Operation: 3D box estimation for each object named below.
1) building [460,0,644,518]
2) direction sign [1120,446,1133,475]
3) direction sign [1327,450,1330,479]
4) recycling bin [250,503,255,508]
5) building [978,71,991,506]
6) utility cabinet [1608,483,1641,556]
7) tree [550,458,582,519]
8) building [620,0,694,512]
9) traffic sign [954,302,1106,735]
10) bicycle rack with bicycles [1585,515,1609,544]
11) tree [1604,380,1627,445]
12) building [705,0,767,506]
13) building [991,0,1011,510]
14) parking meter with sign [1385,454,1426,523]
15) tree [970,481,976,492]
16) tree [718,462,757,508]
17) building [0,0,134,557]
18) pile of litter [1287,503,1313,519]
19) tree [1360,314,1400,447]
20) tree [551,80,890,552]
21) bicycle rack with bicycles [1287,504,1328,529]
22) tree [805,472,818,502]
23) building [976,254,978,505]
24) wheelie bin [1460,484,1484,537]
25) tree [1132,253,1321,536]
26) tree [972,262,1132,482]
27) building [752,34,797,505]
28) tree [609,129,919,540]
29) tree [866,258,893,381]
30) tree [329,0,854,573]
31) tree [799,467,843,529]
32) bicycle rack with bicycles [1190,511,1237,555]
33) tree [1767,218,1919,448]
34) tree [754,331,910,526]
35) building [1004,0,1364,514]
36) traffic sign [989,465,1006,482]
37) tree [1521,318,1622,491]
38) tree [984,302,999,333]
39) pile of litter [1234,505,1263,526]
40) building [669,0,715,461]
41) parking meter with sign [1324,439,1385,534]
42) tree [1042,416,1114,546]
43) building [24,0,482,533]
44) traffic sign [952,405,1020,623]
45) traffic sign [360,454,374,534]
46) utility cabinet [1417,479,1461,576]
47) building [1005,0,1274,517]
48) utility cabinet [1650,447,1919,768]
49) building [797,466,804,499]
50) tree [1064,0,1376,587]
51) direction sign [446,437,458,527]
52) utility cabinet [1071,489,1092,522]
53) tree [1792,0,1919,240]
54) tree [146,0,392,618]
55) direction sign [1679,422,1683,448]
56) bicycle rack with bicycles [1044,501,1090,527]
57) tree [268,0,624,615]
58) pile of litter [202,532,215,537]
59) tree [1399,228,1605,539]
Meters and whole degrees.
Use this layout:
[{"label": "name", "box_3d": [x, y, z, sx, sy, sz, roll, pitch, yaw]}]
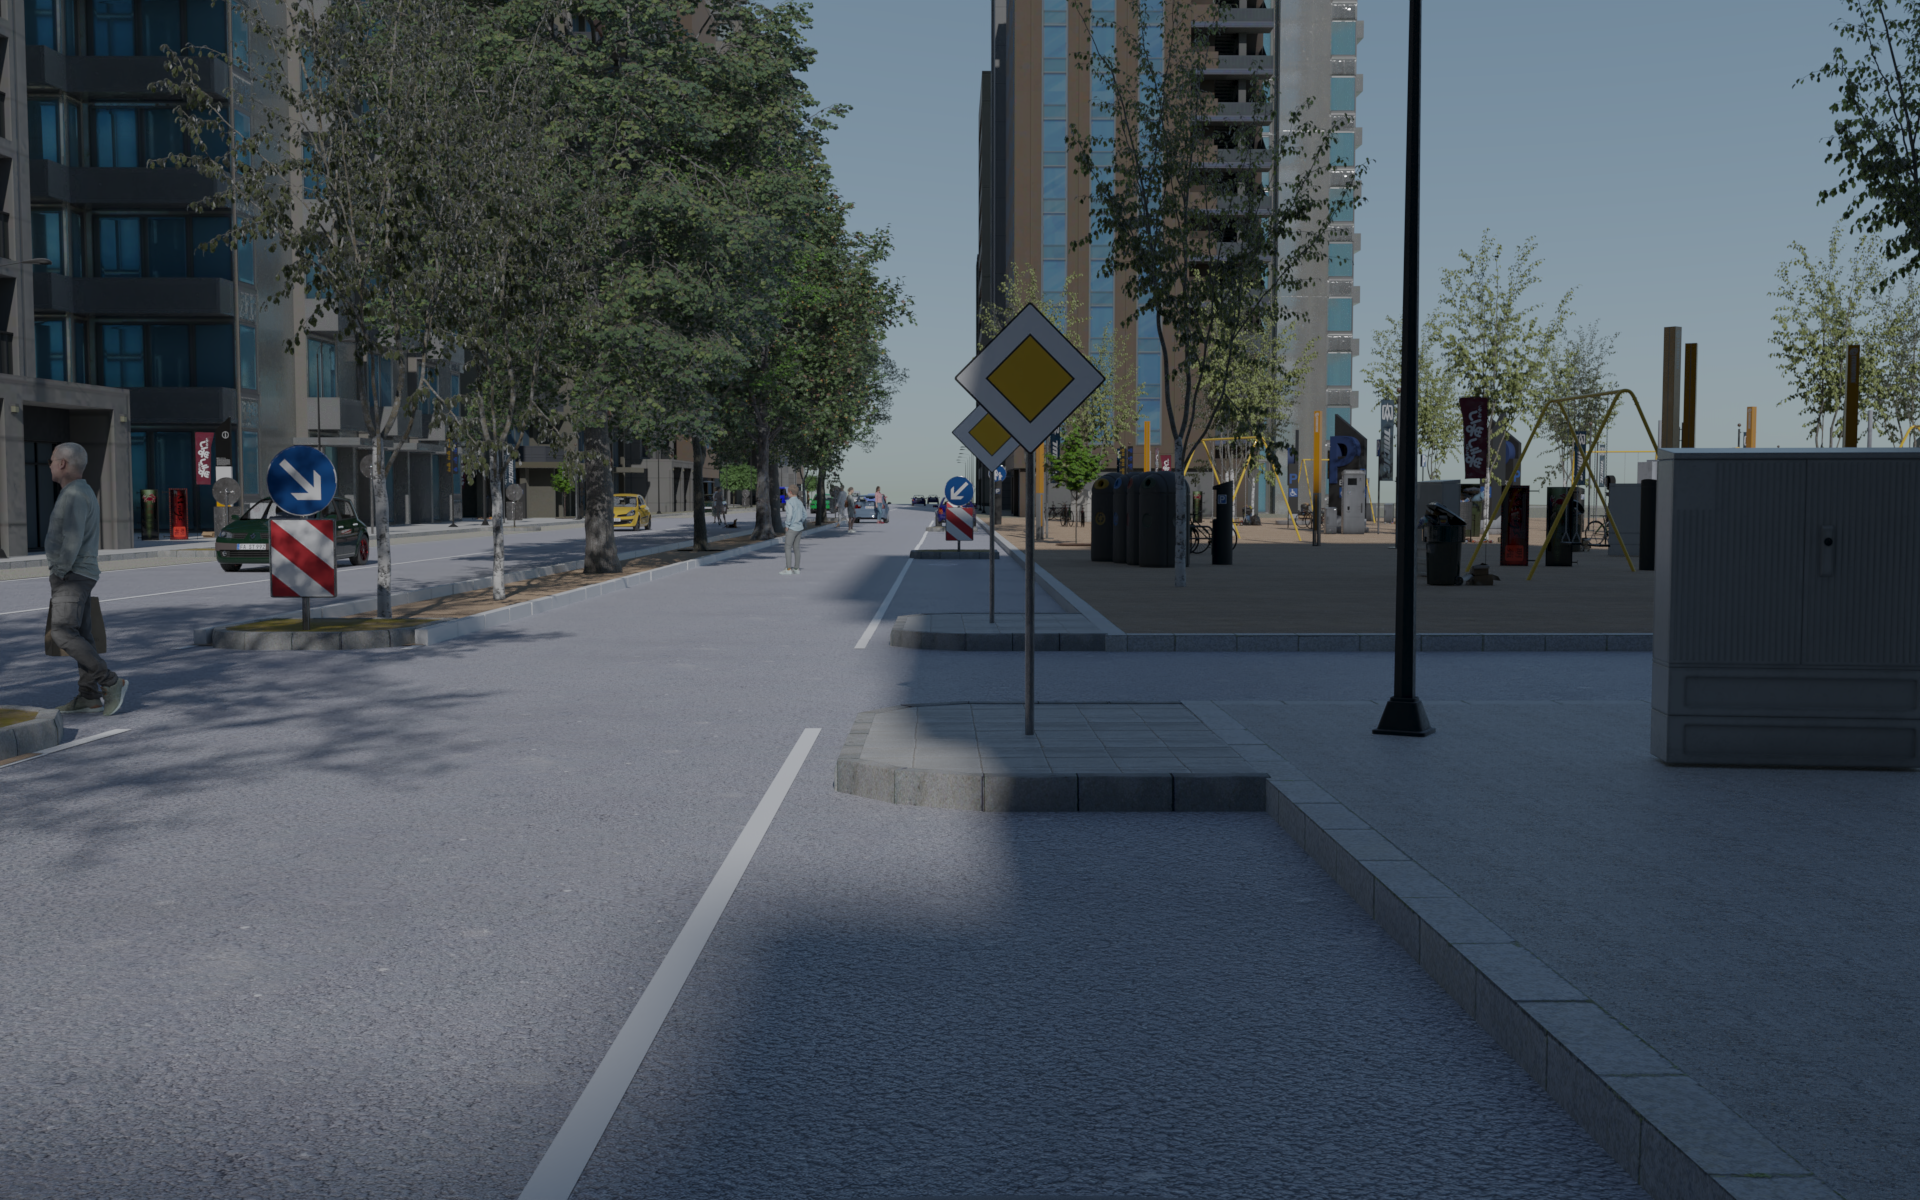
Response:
[{"label": "building", "box_3d": [-31.922, -27.607, 105.993, 22.147, 44.769, 28.867, 0, 4, 0]}, {"label": "direction sign", "box_3d": [7.864, -5.501, 81.941, 0.379, 3.537, 0.876, -3, 4, -38]}, {"label": "direction sign", "box_3d": [19.148, -5.972, 89.632, 0.379, 3.537, 0.876, 0, 4, -5]}, {"label": "recycling bin", "box_3d": [-19.433, -2.198, 48.487, 0.722, 1.027, 0.722, -1, 4, -14]}, {"label": "building", "box_3d": [12.852, -34.697, 190.996, 21.300, 48.544, 21.600, 0, 4, 0]}, {"label": "utility cabinet", "box_3d": [13.990, -1.649, 35.636, 1.173, 1.500, 0.318, 2, 4, 28]}, {"label": "tree", "box_3d": [-20.457, -5.844, 90.149, 1.663, 3.219, 1.824, 0, 3, 0]}, {"label": "building", "box_3d": [-30.516, -42.302, 129.890, 20.563, 71.187, 20.611, 0, 4, 0]}, {"label": "traffic sign", "box_3d": [0.368, -0.338, 9.175, 0.795, 2.450, 0.064, 0, 4, 0]}, {"label": "bicycle rack with bicycles", "box_3d": [16.897, -1.792, 42.677, 2.925, 0.926, 2.852, 0, 4, 3]}, {"label": "tree", "box_3d": [28.642, -8.004, 81.229, 4.737, 8.622, 4.395, 0, 3, 0]}, {"label": "building", "box_3d": [-35.612, -36.733, 189.824, 28.713, 52.752, 27.495, 0, 4, 0]}, {"label": "building", "box_3d": [13.205, -37.338, 152.477, 21.231, 58.520, 28.212, 0, 4, 0]}, {"label": "parking meter with sign", "box_3d": [19.675, -4.919, 76.693, 1.738, 3.016, 0.543, 2, 4, 33]}, {"label": "tree", "box_3d": [1.108, -14.113, 225.352, 1.663, 3.219, 1.824, 0, 3, 0]}, {"label": "tree", "box_3d": [-20.743, -11.291, 168.315, 4.285, 4.588, 4.351, 0, 3, 0]}, {"label": "building", "box_3d": [-29.608, -36.437, 33.995, 20.563, 71.187, 20.611, 0, 4, 0]}, {"label": "pile of litter", "box_3d": [17.849, -4.632, 89.706, 1.719, 0.858, 1.176, 3, 4, 36]}, {"label": "tree", "box_3d": [17.559, -7.139, 67.080, 4.737, 8.622, 4.395, 0, 3, 0]}, {"label": "tree", "box_3d": [-6.574, -7.018, 42.950, 9.928, 11.665, 9.643, 0, 3, 0]}, {"label": "bicycle rack with bicycles", "box_3d": [13.629, -3.122, 64.420, 2.925, 0.926, 2.852, -1, 4, -17]}, {"label": "tree", "box_3d": [-21.683, -16.426, 252.282, 4.285, 4.588, 4.351, 0, 3, 0]}, {"label": "building", "box_3d": [8.902, -26.767, 209.342, 14.160, 30.474, 14.107, 0, 4, 0]}, {"label": "wheelie bin", "box_3d": [15.291, -2.691, 51.900, 0.980, 1.594, 0.693, 0, 3, 0]}, {"label": "tree", "box_3d": [8.594, -6.287, 53.161, 4.737, 8.622, 4.395, 0, 3, 0]}, {"label": "tree", "box_3d": [2.452, -6.358, 54.321, 4.737, 8.622, 4.395, 0, 3, 0]}, {"label": "building", "box_3d": [-32.443, -41.354, 218.136, 21.231, 58.520, 28.212, 0, 4, 0]}, {"label": "tree", "box_3d": [-6.074, -8.174, 53.104, 9.611, 12.733, 9.660, 0, 3, 0]}, {"label": "tree", "box_3d": [-6.861, -9.453, 63.663, 9.857, 13.997, 8.962, 0, 3, 0]}, {"label": "tree", "box_3d": [-6.465, -7.445, 30.843, 9.857, 13.997, 8.962, 0, 3, 0]}, {"label": "tree", "box_3d": [-6.397, -7.230, 71.024, 4.360, 8.622, 3.978, 0, 3, 0]}, {"label": "bicycle rack with bicycles", "box_3d": [4.543, -1.465, 37.337, 2.925, 0.926, 2.852, 0, 4, -6]}, {"label": "tree", "box_3d": [23.925, -5.928, 47.280, 4.737, 8.622, 4.395, 0, 3, 0]}, {"label": "tree", "box_3d": [-6.410, -8.588, 77.286, 8.767, 10.594, 7.601, 0, 4, 0]}, {"label": "building", "box_3d": [15.165, -30.782, 122.902, 23.786, 49.044, 30.456, 0, 4, 0]}, {"label": "traffic sign", "box_3d": [1.625, -4.586, 75.087, 0.768, 2.556, 0.104, 0, 4, 5]}, {"label": "tree", "box_3d": [25.921, -7.510, 73.155, 4.360, 8.622, 3.978, 0, 3, 0]}, {"label": "tree", "box_3d": [2.646, -6.815, 61.788, 4.360, 8.622, 3.978, 0, 3, 0]}, {"label": "pile of litter", "box_3d": [11.508, -3.448, 70.334, 1.719, 0.858, 1.176, 0, 4, -5]}, {"label": "building", "box_3d": [-28.617, -30.456, 148.065, 14.600, 45.320, 14.200, 0, 4, 0]}, {"label": "parking meter with sign", "box_3d": [12.502, -3.600, 55.128, 1.738, 3.016, 0.543, 0, 4, 2]}, {"label": "tree", "box_3d": [2.763, -2.957, 42.954, 1.663, 3.219, 1.824, 0, 3, 0]}, {"label": "building", "box_3d": [-33.178, -27.432, 68.118, 23.786, 49.044, 30.456, 0, 4, 0]}, {"label": "traffic sign", "box_3d": [0.315, -0.827, 17.160, 0.795, 2.450, 0.064, 0, 4, 0]}, {"label": "traffic sign", "box_3d": [-18.897, -3.396, 55.631, 0.768, 2.556, 0.104, 0, 4, 2]}, {"label": "utility cabinet", "box_3d": [7.328, -1.099, 26.642, 0.318, 1.500, 1.173, 0, 4, -4]}, {"label": "building", "box_3d": [9.807, -27.559, 100.693, 14.600, 45.320, 14.200, 0, 4, 0]}, {"label": "utility cabinet", "box_3d": [3.913, 0.033, 8.138, 1.173, 1.500, 0.318, 0, 4, 8]}, {"label": "building", "box_3d": [-29.211, -36.072, 239.886, 14.600, 45.320, 14.200, 0, 4, 0]}, {"label": "tree", "box_3d": [3.139, -4.475, 23.526, 4.360, 8.622, 3.978, 0, 3, 0]}, {"label": "direction sign", "box_3d": [-19.666, -4.594, 67.115, 0.379, 3.537, 0.876, -3, 5, -44]}, {"label": "utility cabinet", "box_3d": [5.575, -4.324, 79.374, 0.318, 1.500, 1.173, -3, 4, -36]}, {"label": "tree", "box_3d": [11.279, -4.217, 19.318, 4.360, 8.622, 3.978, 0, 3, 0]}, {"label": "tree", "box_3d": [-6.293, -4.017, 18.503, 4.360, 8.622, 3.978, 0, 3, 0]}, {"label": "direction sign", "box_3d": [22.715, -3.842, 54.806, 0.379, 3.537, 0.876, -3, 4, -38]}, {"label": "bicycle rack with bicycles", "box_3d": [3.823, -3.328, 67.787, 2.852, 0.926, 2.925, 0, 4, 6]}, {"label": "tree", "box_3d": [-6.224, -4.290, 22.956, 4.360, 8.622, 3.978, 0, 3, 0]}, {"label": "pile of litter", "box_3d": [-21.840, -2.283, 51.295, 1.176, 0.858, 1.719, -2, 4, -26]}, {"label": "tree", "box_3d": [15.148, -6.025, 48.869, 4.737, 8.622, 4.395, 0, 3, 0]}]
